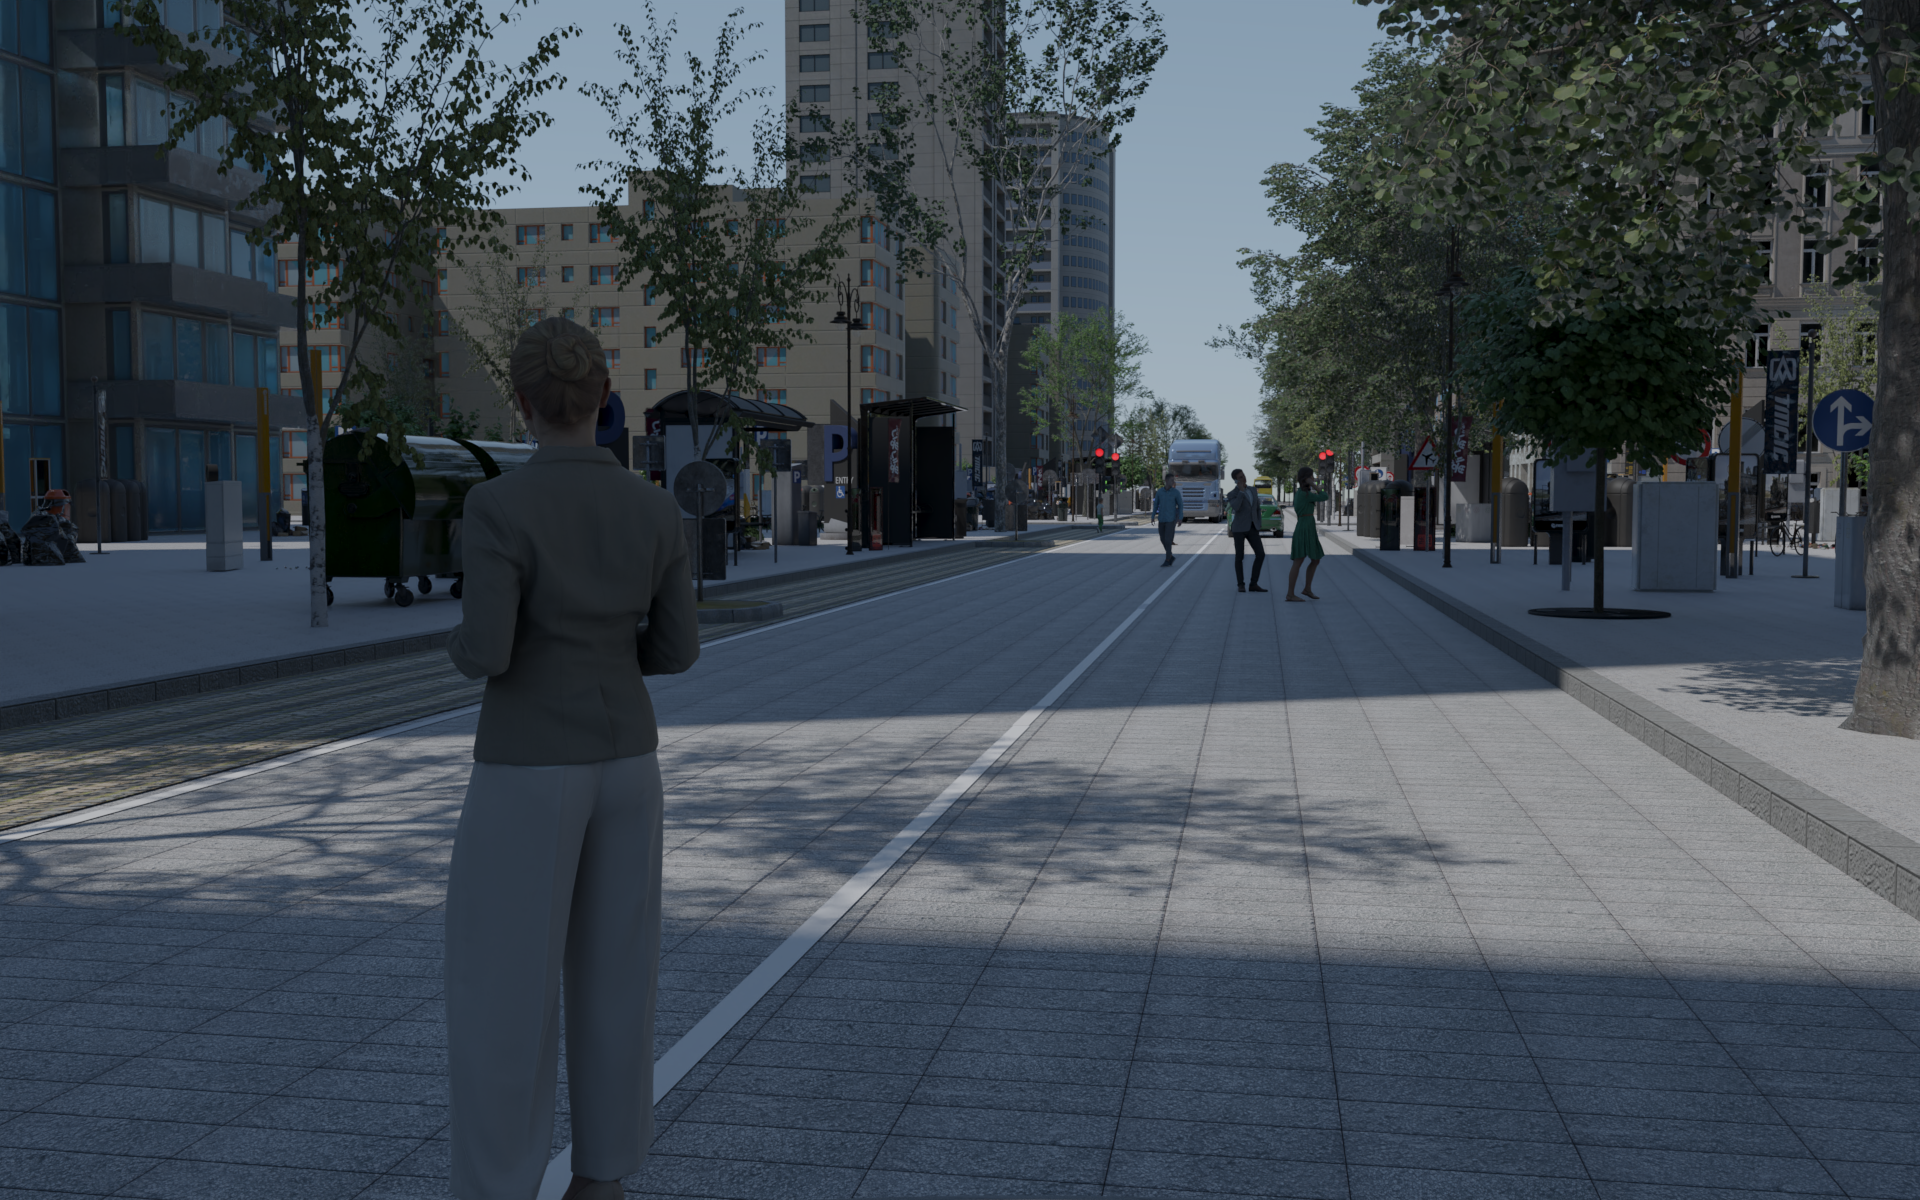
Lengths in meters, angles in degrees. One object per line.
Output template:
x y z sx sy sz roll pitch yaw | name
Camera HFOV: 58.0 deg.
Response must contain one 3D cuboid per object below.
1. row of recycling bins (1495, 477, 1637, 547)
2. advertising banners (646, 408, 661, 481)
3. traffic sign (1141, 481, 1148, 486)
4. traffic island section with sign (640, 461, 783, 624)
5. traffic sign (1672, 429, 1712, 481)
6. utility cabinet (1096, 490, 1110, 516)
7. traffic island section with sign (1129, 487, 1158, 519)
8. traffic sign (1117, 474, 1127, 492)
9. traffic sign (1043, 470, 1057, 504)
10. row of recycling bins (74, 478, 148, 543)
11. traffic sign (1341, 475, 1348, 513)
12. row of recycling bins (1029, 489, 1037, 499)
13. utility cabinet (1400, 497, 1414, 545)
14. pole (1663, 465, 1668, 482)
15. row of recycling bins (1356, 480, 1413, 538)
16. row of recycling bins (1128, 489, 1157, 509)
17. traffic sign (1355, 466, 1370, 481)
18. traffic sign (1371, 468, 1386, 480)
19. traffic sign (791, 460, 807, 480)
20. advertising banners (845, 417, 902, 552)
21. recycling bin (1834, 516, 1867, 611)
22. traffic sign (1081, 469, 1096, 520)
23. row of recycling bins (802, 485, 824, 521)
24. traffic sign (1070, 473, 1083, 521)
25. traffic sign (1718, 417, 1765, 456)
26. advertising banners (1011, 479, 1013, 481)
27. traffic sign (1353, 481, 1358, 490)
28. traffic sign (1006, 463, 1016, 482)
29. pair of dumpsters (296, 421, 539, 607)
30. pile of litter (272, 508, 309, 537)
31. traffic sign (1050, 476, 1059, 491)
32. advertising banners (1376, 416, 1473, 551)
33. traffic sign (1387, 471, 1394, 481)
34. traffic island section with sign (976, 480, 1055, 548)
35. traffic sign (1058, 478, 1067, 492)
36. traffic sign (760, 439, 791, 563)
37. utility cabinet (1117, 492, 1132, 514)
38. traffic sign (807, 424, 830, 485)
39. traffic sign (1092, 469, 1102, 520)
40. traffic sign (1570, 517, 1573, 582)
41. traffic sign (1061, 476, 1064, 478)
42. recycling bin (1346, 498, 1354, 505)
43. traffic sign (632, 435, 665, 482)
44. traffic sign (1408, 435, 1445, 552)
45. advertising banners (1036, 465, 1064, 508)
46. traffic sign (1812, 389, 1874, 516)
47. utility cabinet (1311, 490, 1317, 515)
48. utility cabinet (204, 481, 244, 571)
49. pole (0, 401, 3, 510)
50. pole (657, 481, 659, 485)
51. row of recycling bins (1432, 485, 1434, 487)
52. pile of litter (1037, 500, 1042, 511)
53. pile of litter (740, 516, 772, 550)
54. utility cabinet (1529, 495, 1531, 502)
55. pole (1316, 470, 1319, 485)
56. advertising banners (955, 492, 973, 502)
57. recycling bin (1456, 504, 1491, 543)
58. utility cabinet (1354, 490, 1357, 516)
14.753 -2.139 42.090 3.534 1.692 1.069 0 4 1 | row of recycling bins
-6.791 -2.364 34.840 2.074 3.025 0.090 -2 4 -31 | advertising banners
15.630 -8.997 147.202 0.768 2.556 0.104 1 4 19 | traffic sign
-3.127 -0.692 19.947 1.989 1.847 2.006 1 4 10 | traffic island section with sign
13.197 -1.915 31.424 0.768 2.556 0.104 1 4 11 | traffic sign
8.217 -5.577 99.863 0.318 1.500 1.173 2 4 31 | utility cabinet
10.943 -5.684 101.560 1.989 1.847 2.006 1 4 10 | traffic island section with sign
10.212 -6.714 109.877 0.768 2.556 0.104 1 4 18 | traffic sign
4.684 -5.542 90.713 0.768 2.556 0.104 1 4 15 | traffic sign
-22.792 -2.418 46.653 1.069 1.692 3.534 0 4 -6 | row of recycling bins
25.249 -6.958 113.866 0.768 2.556 0.104 1 4 18 | traffic sign
5.911 -7.866 135.716 3.534 1.692 1.069 -2 4 -27 | row of recycling bins
11.394 -2.001 43.882 1.020 1.237 0.306 3 5 41 | utility cabinet
32.019 -5.189 78.684 0.158 3.312 0.155 0 3 0 | pole
12.512 -2.691 51.106 1.069 1.692 3.534 0 4 -3 | row of recycling bins
15.306 -8.454 145.338 1.069 1.692 3.534 3 5 43 | row of recycling bins
17.877 -4.702 76.986 0.768 2.556 0.104 1 4 19 | traffic sign
15.982 -3.918 66.187 0.606 2.300 0.079 1 4 16 | traffic sign
-4.769 -3.015 51.424 0.606 2.300 0.079 1 4 15 | traffic sign
-1.930 -2.630 39.188 0.090 3.025 2.074 2 4 35 | advertising banners
10.238 -0.414 19.319 0.722 1.027 0.722 1 4 13 | recycling bin
6.368 -5.270 86.264 0.768 2.556 0.104 1 4 10 | traffic sign
-7.656 -4.635 82.890 3.534 1.692 1.069 3 5 44 | row of recycling bins
5.606 -4.977 83.501 0.606 2.300 0.079 1 4 19 | traffic sign
13.023 -1.760 28.885 0.768 2.556 0.104 1 4 16 | traffic sign
3.341 -7.246 114.652 0.090 3.025 2.074 0 4 -5 | advertising banners
33.350 -8.958 146.561 0.768 2.556 0.104 1 4 18 | traffic sign
1.887 -4.314 70.638 0.768 2.556 0.104 1 4 14 | traffic sign
-6.489 -1.170 21.617 1.574 2.255 4.437 1 4 10 | pair of dumpsters
-20.435 -2.383 52.927 1.176 0.858 1.719 2 4 33 | pile of litter
5.794 -6.623 108.390 0.768 2.556 0.104 1 4 19 | traffic sign
10.445 -2.618 38.986 2.074 3.025 0.090 1 4 15 | advertising banners
23.981 -5.932 97.086 0.768 2.556 0.104 1 4 18 | traffic sign
1.537 -2.352 47.084 1.989 1.847 2.006 1 4 10 | traffic island section with sign
6.405 -6.545 109.145 0.606 2.300 0.079 1 4 12 | traffic sign
-3.435 -1.843 32.258 0.606 2.300 0.079 1 4 14 | traffic sign
10.294 -6.130 108.911 1.173 1.500 0.318 -2 4 -35 | utility cabinet
-3.327 -3.433 50.000 2.265 3.308 0.079 1 4 13 | traffic sign
6.779 -5.327 87.200 0.768 2.556 0.104 1 4 12 | traffic sign
8.914 -1.541 25.298 0.768 2.556 0.104 1 4 14 | traffic sign
6.794 -7.196 117.764 0.768 2.556 0.104 1 4 11 | traffic sign
24.793 -5.920 109.341 0.722 1.027 0.722 0 4 0 | recycling bin
-5.446 -1.723 30.302 0.606 2.300 0.079 1 4 14 | traffic sign
10.372 -2.348 38.399 0.884 2.594 0.081 1 4 12 | traffic sign
5.478 -6.694 105.640 2.074 3.025 0.090 3 5 40 | advertising banners
10.748 -1.283 21.078 0.768 2.556 0.104 1 4 14 | traffic sign
21.844 -5.945 105.883 0.318 1.500 1.173 -3 4 -38 | utility cabinet
-12.364 -1.248 29.081 0.318 1.500 1.173 -1 4 -9 | utility cabinet
-20.995 -2.693 37.866 0.158 3.312 0.155 0 3 0 | pole
-16.889 -6.282 96.558 0.158 3.312 0.155 0 3 0 | pole
17.586 -3.660 66.961 3.534 1.692 1.069 0 4 1 | row of recycling bins
5.303 -6.412 118.796 1.719 0.858 1.176 -1 4 -12 | pile of litter
-4.975 -1.619 40.433 1.176 0.858 1.719 0 4 2 | pile of litter
26.852 -4.282 81.169 1.020 1.237 0.306 0 4 1 | utility cabinet
24.104 -7.512 116.670 0.158 3.312 0.155 0 3 0 | pole
-0.123 -6.934 109.552 2.074 3.025 0.090 2 4 30 | advertising banners
13.668 -2.046 46.008 0.722 1.027 0.722 -1 4 -17 | recycling bin
22.967 -5.482 98.311 1.173 1.500 0.318 1 4 20 | utility cabinet
